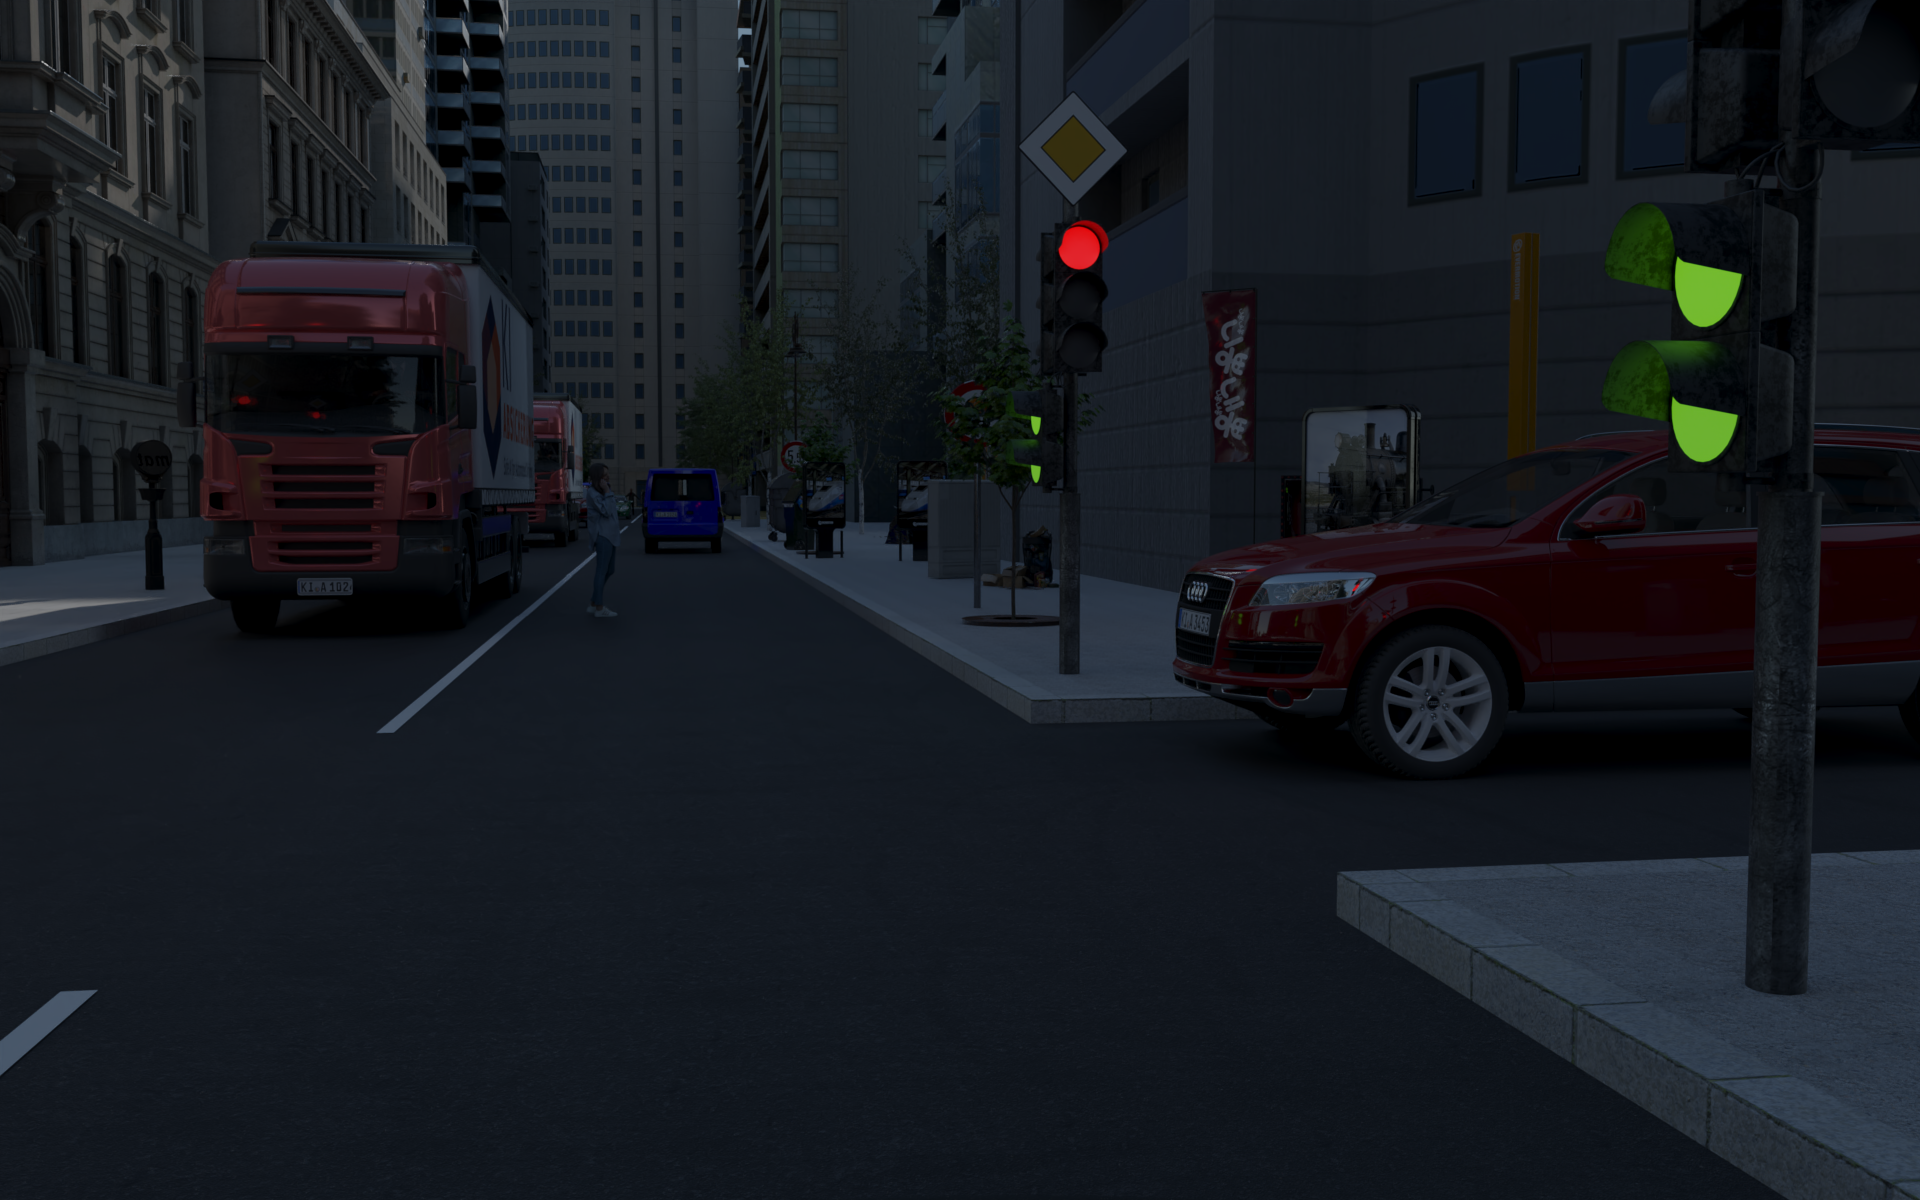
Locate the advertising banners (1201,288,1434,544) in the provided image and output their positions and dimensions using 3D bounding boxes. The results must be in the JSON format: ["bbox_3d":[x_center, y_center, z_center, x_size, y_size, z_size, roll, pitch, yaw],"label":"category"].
[{"bbox_3d":[2.935,-1.117,14.451,2.074,3.025,0.090,2,4,35],"label":"advertising banners"}]

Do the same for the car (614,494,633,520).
[{"bbox_3d":[-19.677,-5.310,98.610,2.131,1.459,4.920,-1,4,-10],"label":"car"}]

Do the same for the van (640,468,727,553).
[{"bbox_3d":[-6.973,-2.403,43.681,2.240,2.365,5.245,-1,4,-9],"label":"van"}]

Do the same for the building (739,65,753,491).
[{"bbox_3d":[-15.845,-32.401,179.859,14.200,45.320,14.600,-1,4,-10],"label":"building"}]

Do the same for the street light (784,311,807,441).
[{"bbox_3d":[-4.167,-4.354,43.968,0.468,5.910,1.993,-1,4,-10],"label":"street light"}]

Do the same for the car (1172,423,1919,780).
[{"bbox_3d":[3.838,-0.072,9.854,5.304,1.827,2.281,-1,4,-10],"label":"car"}]

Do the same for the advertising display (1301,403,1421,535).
[{"bbox_3d":[2.913,-0.456,12.671,0.123,1.923,0.974,-3,5,-40],"label":"advertising display"}]

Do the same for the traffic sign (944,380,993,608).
[{"bbox_3d":[0.196,-1.181,19.419,0.768,2.556,0.104,0,4,-7],"label":"traffic sign"}]

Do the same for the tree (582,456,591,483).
[{"bbox_3d":[-28.540,-8.766,127.033,4.285,4.588,4.351,0,3,0],"label":"tree"}]

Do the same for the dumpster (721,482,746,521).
[{"bbox_3d":[-10.806,-4.721,82.951,1.264,1.857,1.865,-1,4,-10],"label":"dumpster"}]

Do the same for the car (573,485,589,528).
[{"bbox_3d":[-16.740,-4.034,74.637,2.281,1.827,5.304,-1,4,-8],"label":"car"}]

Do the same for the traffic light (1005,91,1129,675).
[{"bbox_3d":[0.763,-1.427,12.258,0.839,4.253,0.868,-1,4,-10],"label":"traffic light"}]

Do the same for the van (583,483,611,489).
[{"bbox_3d":[-19.215,-5.270,90.545,2.240,2.365,5.245,-1,4,-9],"label":"van"}]

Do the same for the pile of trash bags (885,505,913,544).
[{"bbox_3d":[-0.292,-2.172,45.265,1.912,1.369,3.447,3,4,37],"label":"pile of trash bags"}]

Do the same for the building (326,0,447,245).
[{"bbox_3d":[-28.205,-13.396,73.781,10.420,20.320,16.860,-1,4,-10],"label":"building"}]

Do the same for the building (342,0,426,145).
[{"bbox_3d":[-42.423,-24.579,93.751,32.217,40.220,23.993,-1,4,-10],"label":"building"}]

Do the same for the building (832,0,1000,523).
[{"bbox_3d":[7.099,-46.446,72.056,22.319,86.520,31.000,-1,4,-10],"label":"building"}]

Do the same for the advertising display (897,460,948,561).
[{"bbox_3d":[-0.717,-1.703,33.058,0.974,1.923,0.123,1,4,8],"label":"advertising display"}]

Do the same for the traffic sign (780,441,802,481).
[{"bbox_3d":[-3.910,-2.530,41.464,0.768,2.556,0.104,0,4,-2],"label":"traffic sign"}]

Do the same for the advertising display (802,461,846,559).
[{"bbox_3d":[-2.709,-1.795,34.564,0.974,1.923,0.123,-3,4,-39],"label":"advertising display"}]

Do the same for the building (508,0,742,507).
[{"bbox_3d":[-37.390,-39.001,179.666,28.212,58.520,21.231,-1,4,-10],"label":"building"}]

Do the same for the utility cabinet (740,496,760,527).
[{"bbox_3d":[-8.132,-3.432,67.269,0.306,1.237,1.020,2,4,24],"label":"utility cabinet"}]

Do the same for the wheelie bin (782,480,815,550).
[{"bbox_3d":[-3.671,-1.953,39.839,0.693,1.594,0.980,-2,4,-31],"label":"wheelie bin"}]

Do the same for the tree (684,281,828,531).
[{"bbox_3d":[-6.661,-6.742,60.594,4.737,8.622,4.395,0,3,0],"label":"tree"}]

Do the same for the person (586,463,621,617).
[{"bbox_3d":[-4.193,-0.700,20.217,0.793,1.790,0.793,-2,4,-32],"label":"person"}]

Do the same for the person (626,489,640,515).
[{"bbox_3d":[-22.273,-6.648,117.332,1.348,1.807,0.705,0,4,3],"label":"person"}]

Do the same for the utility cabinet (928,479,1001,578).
[{"bbox_3d":[0.076,-1.088,26.462,1.173,1.500,0.318,-3,4,-37],"label":"utility cabinet"}]

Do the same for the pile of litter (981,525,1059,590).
[{"bbox_3d":[0.830,-0.615,24.015,1.176,0.858,1.719,1,4,13],"label":"pile of litter"}]

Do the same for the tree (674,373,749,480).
[{"bbox_3d":[-23.174,-14.983,163.092,7.486,12.596,7.792,0,3,0],"label":"tree"}]

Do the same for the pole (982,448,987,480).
[{"bbox_3d":[0.761,-3.674,53.908,0.158,3.312,0.155,0,3,0],"label":"pole"}]

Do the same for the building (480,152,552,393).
[{"bbox_3d":[-42.292,-23.017,148.035,14.107,30.474,14.160,-1,4,-10],"label":"building"}]

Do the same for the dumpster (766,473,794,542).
[{"bbox_3d":[-4.596,-2.535,47.208,1.264,1.857,1.865,-1,4,-10],"label":"dumpster"}]

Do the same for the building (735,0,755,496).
[{"bbox_3d":[-7.444,-30.063,146.156,22.147,44.769,28.867,-1,4,-10],"label":"building"}]

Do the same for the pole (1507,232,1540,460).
[{"bbox_3d":[4.429,-1.212,13.661,0.158,3.312,0.155,0,3,0],"label":"pole"}]

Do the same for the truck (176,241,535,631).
[{"bbox_3d":[-6.995,-2.002,21.640,2.839,4.237,11.283,-1,4,-9],"label":"truck"}]

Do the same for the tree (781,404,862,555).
[{"bbox_3d":[-3.096,-2.587,36.895,1.663,3.219,1.824,0,3,0],"label":"tree"}]

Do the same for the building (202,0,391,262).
[{"bbox_3d":[-24.997,-11.658,55.242,10.561,19.102,19.286,-1,4,-10],"label":"building"}]

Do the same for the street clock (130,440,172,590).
[{"bbox_3d":[-10.797,-1.137,23.166,0.471,2.002,0.358,-3,5,-44],"label":"street clock"}]

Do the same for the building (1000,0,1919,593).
[{"bbox_3d":[16.095,-29.612,26.151,28.212,58.520,21.231,-1,4,-10],"label":"building"}]

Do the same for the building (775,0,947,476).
[{"bbox_3d":[-3.997,-25.631,102.668,14.154,41.232,14.086,-1,4,-10],"label":"building"}]

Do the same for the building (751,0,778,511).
[{"bbox_3d":[-3.229,-30.399,120.727,21.300,48.544,21.600,-1,4,-10],"label":"building"}]

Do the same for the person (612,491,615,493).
[{"bbox_3d":[-28.833,-8.224,143.902,0.756,1.711,0.436,2,4,24],"label":"person"}]

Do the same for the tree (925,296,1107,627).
[{"bbox_3d":[0.407,-1.380,17.160,1.663,3.219,1.824,0,3,0],"label":"tree"}]

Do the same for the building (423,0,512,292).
[{"bbox_3d":[-42.129,-49.420,120.695,22.319,86.520,31.000,-1,4,-10],"label":"building"}]

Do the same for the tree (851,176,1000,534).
[{"bbox_3d":[0.525,-5.464,39.703,4.360,8.622,3.978,0,3,0],"label":"tree"}]

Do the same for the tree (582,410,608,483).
[{"bbox_3d":[-32.995,-12.314,151.692,4.360,8.622,3.978,0,3,0],"label":"tree"}]

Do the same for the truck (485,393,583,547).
[{"bbox_3d":[-12.413,-3.747,50.178,2.839,4.237,11.283,-1,4,-10],"label":"truck"}]

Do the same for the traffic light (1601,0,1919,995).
[{"bbox_3d":[2.103,-0.946,4.386,0.839,4.253,0.868,-1,4,-10],"label":"traffic light"}]

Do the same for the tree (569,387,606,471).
[{"bbox_3d":[-26.967,-10.374,119.984,4.737,8.622,4.395,0,3,0],"label":"tree"}]

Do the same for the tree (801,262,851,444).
[{"bbox_3d":[-3.075,-6.381,54.692,4.360,8.622,3.978,0,3,0],"label":"tree"}]

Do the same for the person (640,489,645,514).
[{"bbox_3d":[-22.140,-6.882,121.534,0.721,1.766,1.217,-1,4,-19],"label":"person"}]

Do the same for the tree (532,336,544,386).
[{"bbox_3d":[-18.672,-7.235,68.651,4.360,8.622,3.978,0,3,0],"label":"tree"}]

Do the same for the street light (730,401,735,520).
[{"bbox_3d":[-11.295,-6.920,85.922,0.468,5.910,1.993,-1,4,-10],"label":"street light"}]

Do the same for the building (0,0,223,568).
[{"bbox_3d":[-22.012,-12.782,28.067,14.460,24.649,34.723,-1,4,-10],"label":"building"}]

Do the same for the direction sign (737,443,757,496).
[{"bbox_3d":[-9.411,-5.171,76.538,0.876,3.537,0.379,1,4,10],"label":"direction sign"}]
